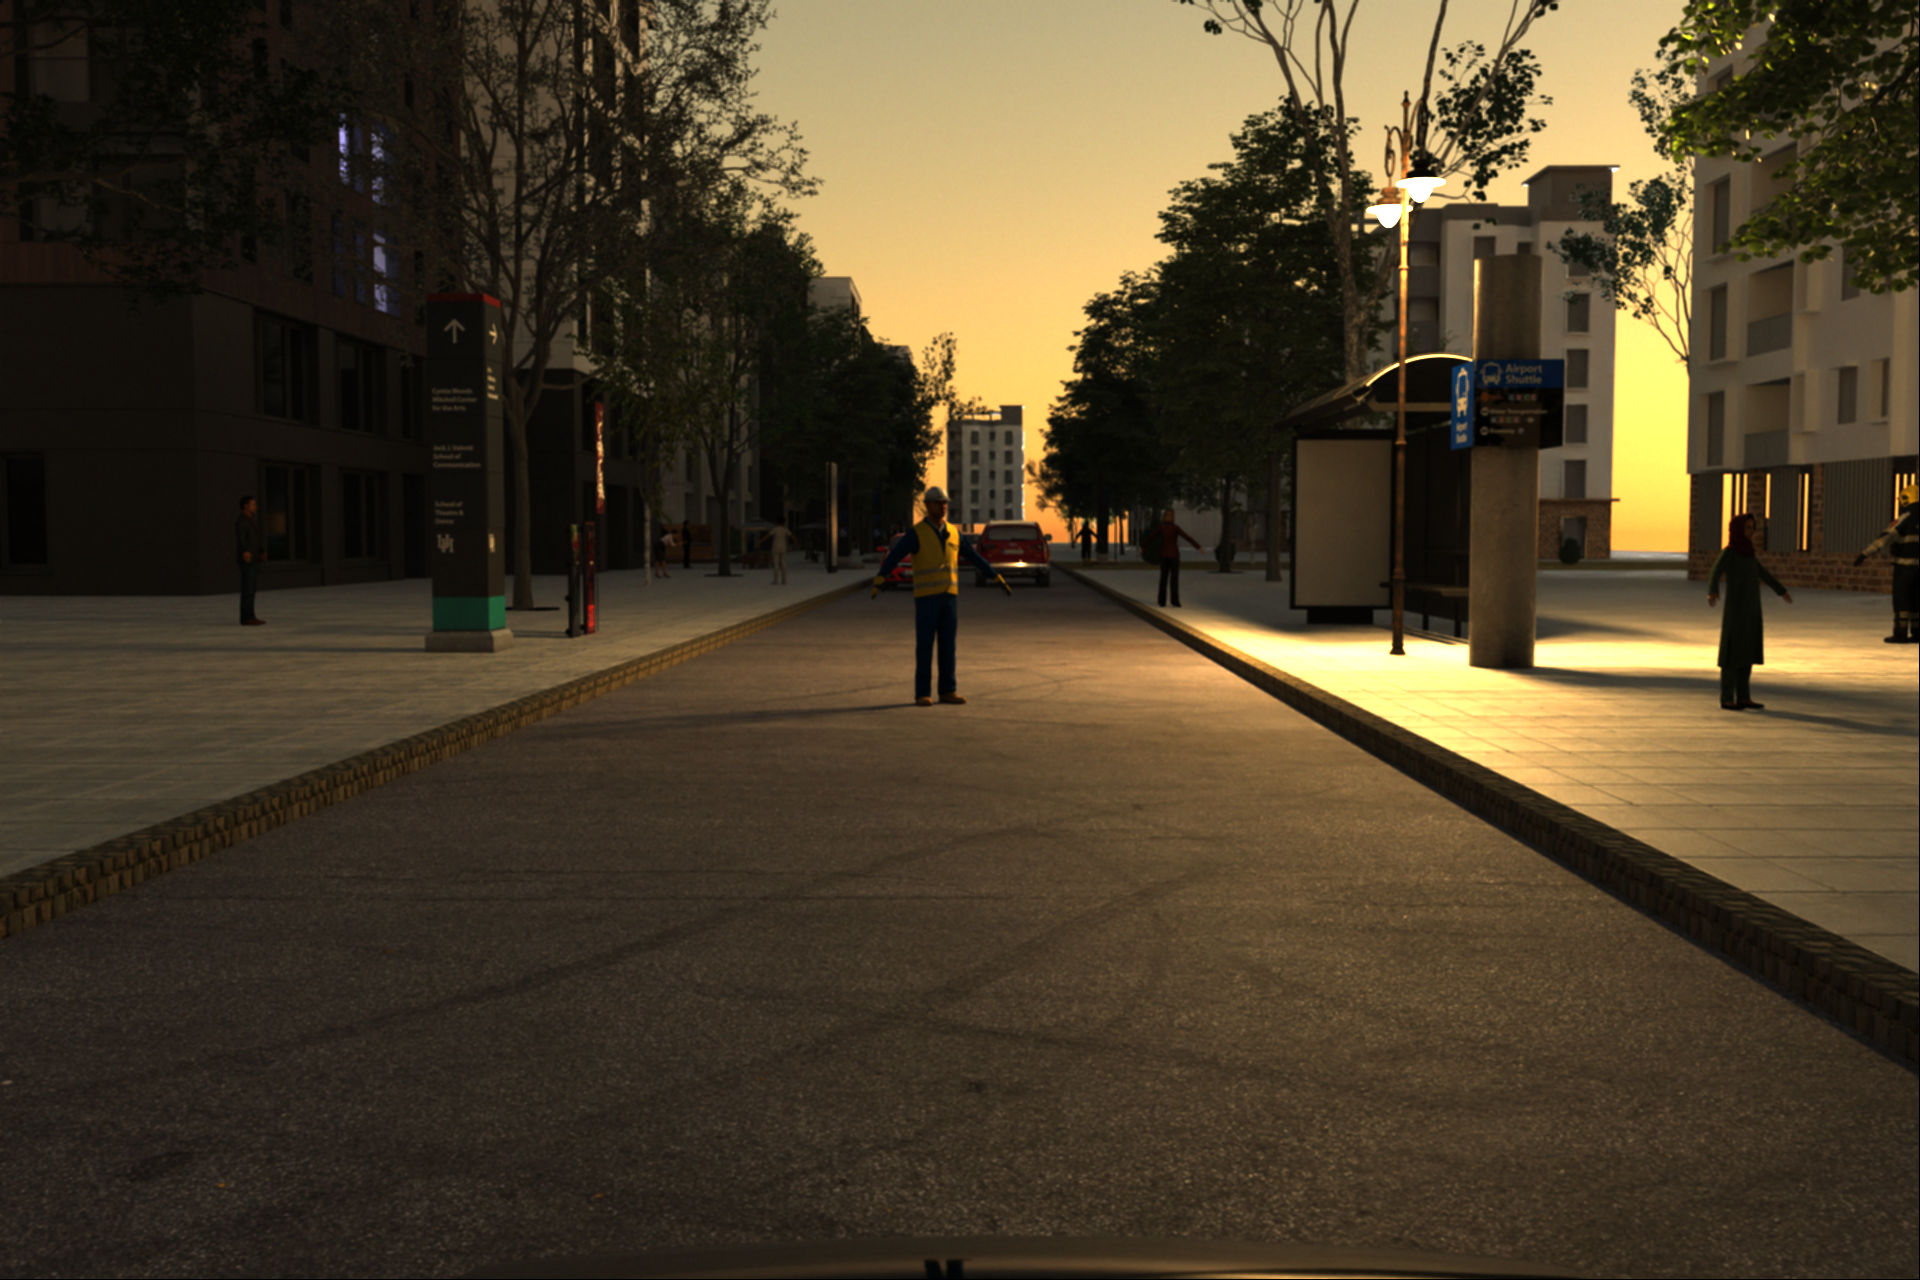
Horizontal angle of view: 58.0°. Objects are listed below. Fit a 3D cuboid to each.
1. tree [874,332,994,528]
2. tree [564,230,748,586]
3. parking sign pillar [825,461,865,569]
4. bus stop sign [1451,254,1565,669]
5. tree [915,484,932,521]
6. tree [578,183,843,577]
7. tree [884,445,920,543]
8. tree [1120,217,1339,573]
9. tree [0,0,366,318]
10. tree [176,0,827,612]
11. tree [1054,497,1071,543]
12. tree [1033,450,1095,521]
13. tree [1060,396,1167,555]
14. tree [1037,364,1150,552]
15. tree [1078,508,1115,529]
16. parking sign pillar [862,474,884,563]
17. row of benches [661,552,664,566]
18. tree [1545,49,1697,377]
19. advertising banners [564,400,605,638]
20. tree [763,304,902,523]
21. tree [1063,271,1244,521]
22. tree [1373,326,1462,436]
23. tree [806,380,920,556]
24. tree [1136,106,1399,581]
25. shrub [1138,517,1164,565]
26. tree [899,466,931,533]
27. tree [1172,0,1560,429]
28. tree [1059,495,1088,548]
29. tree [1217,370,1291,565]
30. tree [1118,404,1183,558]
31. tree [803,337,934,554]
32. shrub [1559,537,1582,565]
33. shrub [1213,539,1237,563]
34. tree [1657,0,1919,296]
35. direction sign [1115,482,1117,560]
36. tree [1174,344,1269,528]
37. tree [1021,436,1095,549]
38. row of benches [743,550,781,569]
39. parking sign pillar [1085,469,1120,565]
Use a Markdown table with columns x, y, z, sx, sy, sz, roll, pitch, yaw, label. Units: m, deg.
| x | y | z | sx | sy | sz | roll | pitch | yaw | label |
| --- | --- | --- | --- | --- | --- | --- | --- | --- | --- |
| -3.227 | -18.696 | 161.562 | 12.611 | 20.169 | 13.585 | 0 | 3 | 0 | tree |
| -7.458 | -5.632 | 42.438 | 4.737 | 8.622 | 4.395 | 0 | 3 | 0 | tree |
| -4.230 | -4.593 | 63.563 | 1.447 | 3.967 | 1.447 | 0 | 4 | 2 | parking sign pillar |
| 5.249 | -1.692 | 16.680 | 0.837 | 3.901 | 0.837 | 0 | 4 | 1 | bus stop sign |
| -4.133 | -18.662 | 255.490 | 4.360 | 8.622 | 3.978 | 0 | 3 | 0 | tree |
| -7.269 | -7.737 | 52.249 | 9.928 | 11.665 | 9.643 | 0 | 3 | 0 | tree |
| -5.089 | -11.164 | 132.889 | 4.737 | 8.622 | 4.395 | 0 | 3 | 0 | tree |
| 8.874 | -8.009 | 56.701 | 9.928 | 11.665 | 9.643 | 0 | 3 | 0 | tree |
| -8.325 | -4.807 | 12.999 | 7.601 | 10.594 | 8.767 | -3 | 4 | -37 | tree |
| -7.304 | -7.230 | 28.582 | 12.009 | 13.543 | 11.850 | 0 | 3 | 0 | tree |
| 15.754 | -18.460 | 252.174 | 4.737 | 8.622 | 4.395 | 0 | 3 | 0 | tree |
| 9.945 | -12.364 | 136.571 | 8.767 | 10.594 | 7.601 | -1 | 4 | -12 | tree |
| 9.560 | -10.455 | 105.346 | 7.601 | 10.594 | 8.767 | 0 | 4 | -3 | tree |
| 10.098 | -13.361 | 125.109 | 9.857 | 13.997 | 8.962 | 0 | 3 | 0 | tree |
| 21.128 | -20.840 | 258.860 | 7.486 | 12.596 | 7.792 | 0 | 3 | 0 | tree |
| -3.637 | -5.405 | 76.846 | 1.447 | 3.967 | 1.447 | 0 | 4 | 1 | parking sign pillar |
| -13.977 | -3.300 | 69.422 | 4.104 | 0.672 | 1.422 | -1 | 4 | -13 | row of benches |
| 28.992 | -13.107 | 70.185 | 12.611 | 20.169 | 13.585 | 0 | 3 | 0 | tree |
| -4.776 | -1.591 | 22.199 | 0.090 | 3.025 | 2.074 | 0 | 4 | 2 | advertising banners |
| -6.309 | -10.252 | 85.754 | 7.486 | 12.596 | 7.792 | 0 | 3 | 0 | tree |
| 9.345 | -10.749 | 82.407 | 9.857 | 13.997 | 8.962 | 0 | 3 | 0 | tree |
| 16.747 | -6.832 | 62.063 | 4.737 | 8.622 | 4.395 | 0 | 3 | 0 | tree |
| -6.102 | -10.293 | 102.695 | 8.767 | 10.594 | 7.601 | 3 | 5 | 43 | tree |
| 8.226 | -7.856 | 46.571 | 7.486 | 12.596 | 7.792 | 0 | 3 | 0 | tree |
| 8.214 | -4.153 | 72.322 | 1.690 | 2.028 | 1.600 | 0 | 3 | 0 | shrub |
| -4.932 | -11.906 | 145.026 | 4.360 | 8.622 | 3.978 | 0 | 3 | 0 | tree |
| 8.828 | -10.847 | 33.230 | 12.611 | 20.169 | 13.585 | 0 | 3 | 0 | tree |
| 11.065 | -13.022 | 163.266 | 4.737 | 8.622 | 4.395 | 0 | 3 | 0 | tree |
| 12.305 | -7.502 | 73.016 | 4.360 | 8.622 | 3.978 | 0 | 3 | 0 | tree |
| 9.769 | -8.731 | 93.114 | 4.737 | 8.622 | 4.395 | 0 | 3 | 0 | tree |
| -6.054 | -12.655 | 113.559 | 9.857 | 13.997 | 8.962 | 0 | 3 | 0 | tree |
| 25.449 | -3.738 | 72.237 | 1.383 | 1.207 | 1.383 | 0 | 3 | 0 | shrub |
| 11.435 | -3.890 | 74.719 | 1.383 | 1.207 | 1.383 | 0 | 3 | 0 | shrub |
| 7.057 | -5.572 | 9.228 | 7.486 | 12.596 | 7.792 | 0 | 3 | 0 | tree |
| 6.755 | -5.083 | 75.099 | 0.379 | 3.537 | 0.876 | 0 | 4 | 2 | direction sign |
| 10.393 | -7.111 | 66.623 | 4.737 | 8.622 | 4.395 | 0 | 3 | 0 | tree |
| 9.787 | -13.394 | 153.402 | 7.601 | 10.594 | 8.767 | 3 | 5 | 40 | tree |
| -7.407 | -3.052 | 65.366 | 1.422 | 0.672 | 4.104 | 0 | 4 | 7 | row of benches |
| 5.978 | -5.148 | 72.634 | 1.447 | 3.967 | 1.447 | 0 | 4 | 1 | parking sign pillar |
